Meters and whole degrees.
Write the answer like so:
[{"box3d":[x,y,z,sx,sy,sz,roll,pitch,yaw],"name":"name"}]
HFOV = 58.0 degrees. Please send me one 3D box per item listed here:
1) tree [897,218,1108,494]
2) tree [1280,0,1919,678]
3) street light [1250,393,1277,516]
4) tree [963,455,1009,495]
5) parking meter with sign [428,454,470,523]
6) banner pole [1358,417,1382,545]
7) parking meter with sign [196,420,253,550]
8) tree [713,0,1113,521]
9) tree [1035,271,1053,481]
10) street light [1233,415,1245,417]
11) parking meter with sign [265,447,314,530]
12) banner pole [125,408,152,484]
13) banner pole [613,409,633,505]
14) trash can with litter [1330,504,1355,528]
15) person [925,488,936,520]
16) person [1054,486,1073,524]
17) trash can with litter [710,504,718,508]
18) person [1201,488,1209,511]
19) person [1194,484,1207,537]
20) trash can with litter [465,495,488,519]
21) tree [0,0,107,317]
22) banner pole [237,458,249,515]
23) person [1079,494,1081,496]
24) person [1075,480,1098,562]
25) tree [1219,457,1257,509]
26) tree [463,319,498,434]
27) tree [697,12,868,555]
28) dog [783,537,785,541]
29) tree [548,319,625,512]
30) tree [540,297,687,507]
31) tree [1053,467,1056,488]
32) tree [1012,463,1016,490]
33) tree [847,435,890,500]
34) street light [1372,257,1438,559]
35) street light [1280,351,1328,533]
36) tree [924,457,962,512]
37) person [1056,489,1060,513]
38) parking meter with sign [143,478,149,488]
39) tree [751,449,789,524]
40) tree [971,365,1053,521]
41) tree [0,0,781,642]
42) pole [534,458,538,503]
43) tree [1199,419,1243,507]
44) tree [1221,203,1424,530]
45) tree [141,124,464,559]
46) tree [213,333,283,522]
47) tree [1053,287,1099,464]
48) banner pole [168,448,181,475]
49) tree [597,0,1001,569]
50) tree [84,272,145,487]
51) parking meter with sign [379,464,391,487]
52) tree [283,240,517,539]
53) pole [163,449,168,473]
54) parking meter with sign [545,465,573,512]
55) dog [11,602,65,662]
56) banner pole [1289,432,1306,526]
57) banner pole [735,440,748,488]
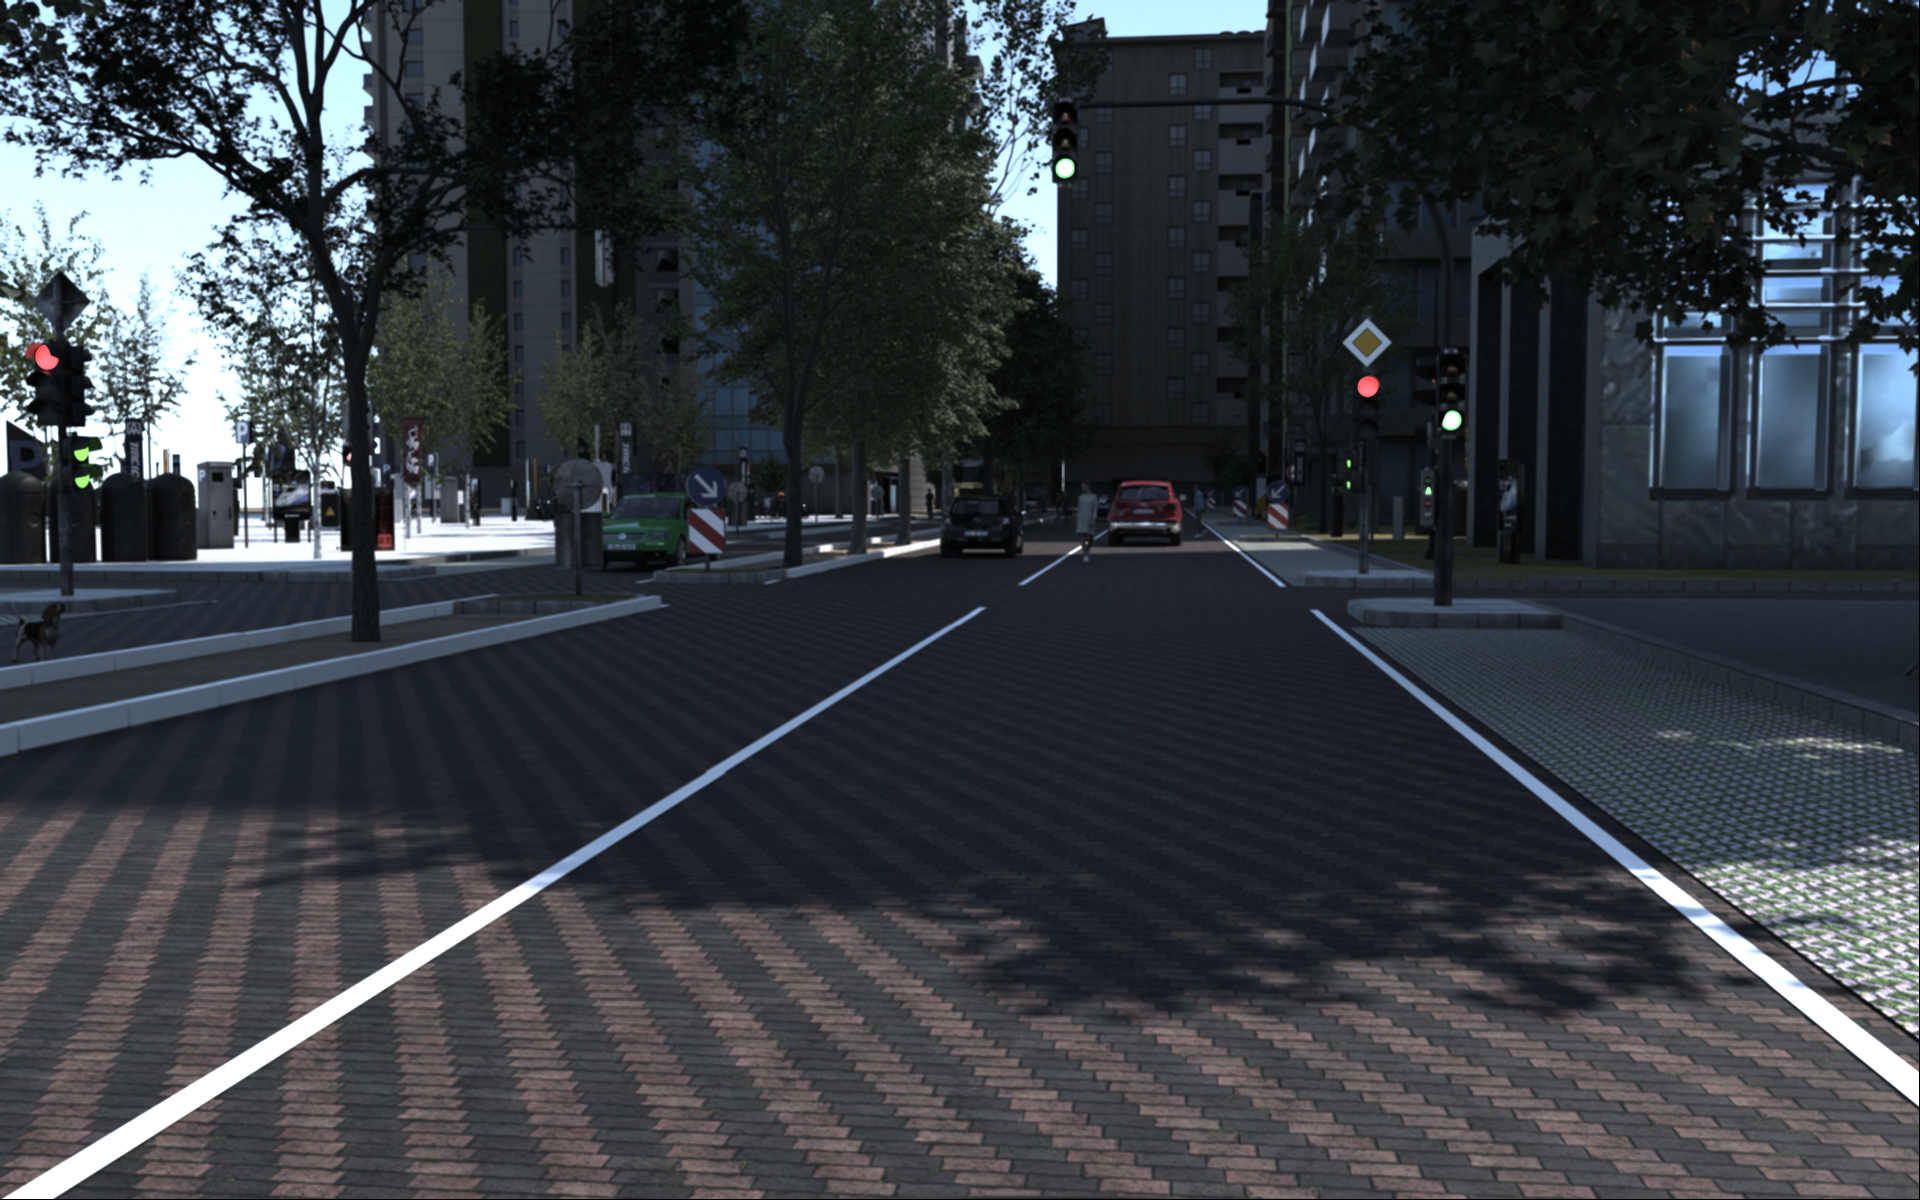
[{"box3d":[1.141,-9.252,70.730,9.611,12.733,9.660,0,3,0],"name":"tree"},{"box3d":[7.021,-5.790,11.676,9.611,12.733,9.660,0,3,0],"name":"tree"},{"box3d":[14.151,-6.524,79.208,1.470,5.913,1.316,0,4,7],"name":"street light"},{"box3d":[1.268,-12.271,150.988,4.360,8.622,3.978,0,3,0],"name":"tree"},{"box3d":[-22.434,-4.883,76.094,0.543,3.016,1.738,3,5,43],"name":"parking meter with sign"},{"box3d":[10.407,-3.318,44.272,0.401,3.779,0.863,-2,4,-25],"name":"banner pole"},{"box3d":[-17.425,-2.703,40.453,0.543,3.016,1.738,2,4,32],"name":"parking meter with sign"},{"box3d":[-1.535,-12.306,59.551,12.611,20.169,13.585,0,3,0],"name":"tree"},{"box3d":[-1.628,-7.829,48.588,7.486,12.596,7.792,0,3,0],"name":"tree"},{"box3d":[16.707,-7.899,101.684,1.470,5.913,1.316,0,4,7],"name":"street light"},{"box3d":[-23.828,-4.016,61.926,1.738,3.016,0.543,-2,4,-33],"name":"parking meter with sign"},{"box3d":[-23.782,-3.687,50.307,0.863,3.779,0.401,-2,4,-30],"name":"banner pole"},{"box3d":[-9.921,-3.719,50.829,0.863,3.779,0.401,2,4,27],"name":"banner pole"},{"box3d":[14.453,-3.293,65.231,1.055,1.170,0.624,1,4,12],"name":"trash can with litter"},{"box3d":[-1.664,-5.429,97.690,0.534,1.772,0.576,2,4,27],"name":"person"},{"box3d":[5.026,-4.635,84.243,0.822,1.834,0.622,1,4,21],"name":"person"},{"box3d":[-9.041,-3.030,60.920,1.055,1.170,0.624,-1,4,-12],"name":"trash can with litter"},{"box3d":[18.604,-7.603,132.439,1.348,1.869,0.705,3,4,37],"name":"person"},{"box3d":[8.037,-3.005,57.977,0.444,1.785,0.601,2,4,31],"name":"person"},{"box3d":[-26.807,-5.222,96.442,1.678,1.210,2.233,1,4,9],"name":"trash can with litter"},{"box3d":[-6.935,-5.954,6.459,9.857,13.997,8.962,0,3,0],"name":"tree"},{"box3d":[-43.961,-7.094,105.995,0.401,3.779,0.863,1,4,19],"name":"banner pole"},{"box3d":[10.117,-8.166,145.278,0.557,1.426,1.065,1,4,17],"name":"person"},{"box3d":[2.685,-1.693,36.930,0.466,1.731,0.760,0,4,-6],"name":"person"},{"box3d":[24.350,-10.284,151.859,4.285,4.588,4.351,0,3,0],"name":"tree"},{"box3d":[-17.453,-6.480,56.304,4.360,8.622,3.978,0,3,0],"name":"tree"},{"box3d":[-2.459,-7.369,41.062,7.486,12.596,7.792,0,3,0],"name":"tree"},{"box3d":[-5.133,-2.004,52.952,0.550,0.427,0.748,0,4,0],"name":"dog"},{"box3d":[-16.288,-7.529,73.463,4.737,8.622,4.395,0,3,0],"name":"tree"},{"box3d":[-13.072,-6.972,64.353,4.360,8.622,3.978,0,3,0],"name":"tree"},{"box3d":[3.414,-8.434,90.714,4.737,8.622,4.395,0,3,0],"name":"tree"},{"box3d":[3.871,-13.182,165.882,4.360,8.622,3.978,0,3,0],"name":"tree"},{"box3d":[-4.941,-9.245,101.523,4.360,8.622,3.978,0,3,0],"name":"tree"},{"box3d":[8.765,-3.760,34.017,1.470,5.913,1.316,0,4,7],"name":"street light"},{"box3d":[11.341,-5.134,56.490,1.470,5.913,1.316,0,4,7],"name":"street light"},{"box3d":[-0.938,-8.673,125.514,4.285,4.588,4.351,0,3,0],"name":"tree"},{"box3d":[7.547,-7.600,132.846,0.705,1.814,1.350,0,4,-1],"name":"person"},{"box3d":[-39.252,-5.343,83.612,1.738,3.016,0.543,-2,4,-23],"name":"parking meter with sign"},{"box3d":[-8.198,-4.870,74.229,1.663,3.219,1.824,0,3,0],"name":"tree"},{"box3d":[1.718,-7.682,78.428,4.737,8.622,4.395,0,3,0],"name":"tree"},{"box3d":[-5.683,-4.888,16.786,8.767,10.594,7.601,0,4,7],"name":"tree"},{"box3d":[-24.263,-6.436,99.074,0.158,3.312,0.155,0,3,0],"name":"pole"},{"box3d":[25.349,-13.338,168.443,4.360,8.622,3.978,0,3,0],"name":"tree"},{"box3d":[13.020,-8.365,62.527,9.928,11.665,9.643,0,3,0],"name":"tree"},{"box3d":[-12.948,-5.129,34.216,4.360,8.622,3.978,0,3,0],"name":"tree"},{"box3d":[-31.761,-7.869,79.028,4.737,8.622,4.395,0,3,0],"name":"tree"},{"box3d":[2.861,-10.020,84.416,7.486,12.596,7.792,0,3,0],"name":"tree"},{"box3d":[-43.095,-6.418,94.959,0.401,3.779,0.863,3,4,38],"name":"banner pole"},{"box3d":[-3.073,-6.367,32.311,9.928,11.665,9.643,0,3,0],"name":"tree"},{"box3d":[-26.723,-6.453,55.876,4.360,8.622,3.978,0,3,0],"name":"tree"},{"box3d":[-33.740,-6.433,101.447,0.543,3.016,1.738,-2,4,-29],"name":"parking meter with sign"},{"box3d":[-16.017,-6.059,49.431,4.737,8.622,4.395,0,3,0],"name":"tree"},{"box3d":[-35.928,-5.170,78.379,0.158,3.312,0.155,0,3,0],"name":"pole"},{"box3d":[-23.734,-6.518,102.828,1.738,3.016,0.543,2,4,26],"name":"parking meter with sign"},{"box3d":[-7.863,0.276,14.782,0.540,0.507,0.406,-1,4,-10],"name":"dog"},{"box3d":[13.470,-4.859,69.469,0.863,3.779,0.401,0,4,3],"name":"banner pole"},{"box3d":[-10.202,-5.541,80.604,0.863,3.779,0.401,-3,5,-44],"name":"banner pole"}]
